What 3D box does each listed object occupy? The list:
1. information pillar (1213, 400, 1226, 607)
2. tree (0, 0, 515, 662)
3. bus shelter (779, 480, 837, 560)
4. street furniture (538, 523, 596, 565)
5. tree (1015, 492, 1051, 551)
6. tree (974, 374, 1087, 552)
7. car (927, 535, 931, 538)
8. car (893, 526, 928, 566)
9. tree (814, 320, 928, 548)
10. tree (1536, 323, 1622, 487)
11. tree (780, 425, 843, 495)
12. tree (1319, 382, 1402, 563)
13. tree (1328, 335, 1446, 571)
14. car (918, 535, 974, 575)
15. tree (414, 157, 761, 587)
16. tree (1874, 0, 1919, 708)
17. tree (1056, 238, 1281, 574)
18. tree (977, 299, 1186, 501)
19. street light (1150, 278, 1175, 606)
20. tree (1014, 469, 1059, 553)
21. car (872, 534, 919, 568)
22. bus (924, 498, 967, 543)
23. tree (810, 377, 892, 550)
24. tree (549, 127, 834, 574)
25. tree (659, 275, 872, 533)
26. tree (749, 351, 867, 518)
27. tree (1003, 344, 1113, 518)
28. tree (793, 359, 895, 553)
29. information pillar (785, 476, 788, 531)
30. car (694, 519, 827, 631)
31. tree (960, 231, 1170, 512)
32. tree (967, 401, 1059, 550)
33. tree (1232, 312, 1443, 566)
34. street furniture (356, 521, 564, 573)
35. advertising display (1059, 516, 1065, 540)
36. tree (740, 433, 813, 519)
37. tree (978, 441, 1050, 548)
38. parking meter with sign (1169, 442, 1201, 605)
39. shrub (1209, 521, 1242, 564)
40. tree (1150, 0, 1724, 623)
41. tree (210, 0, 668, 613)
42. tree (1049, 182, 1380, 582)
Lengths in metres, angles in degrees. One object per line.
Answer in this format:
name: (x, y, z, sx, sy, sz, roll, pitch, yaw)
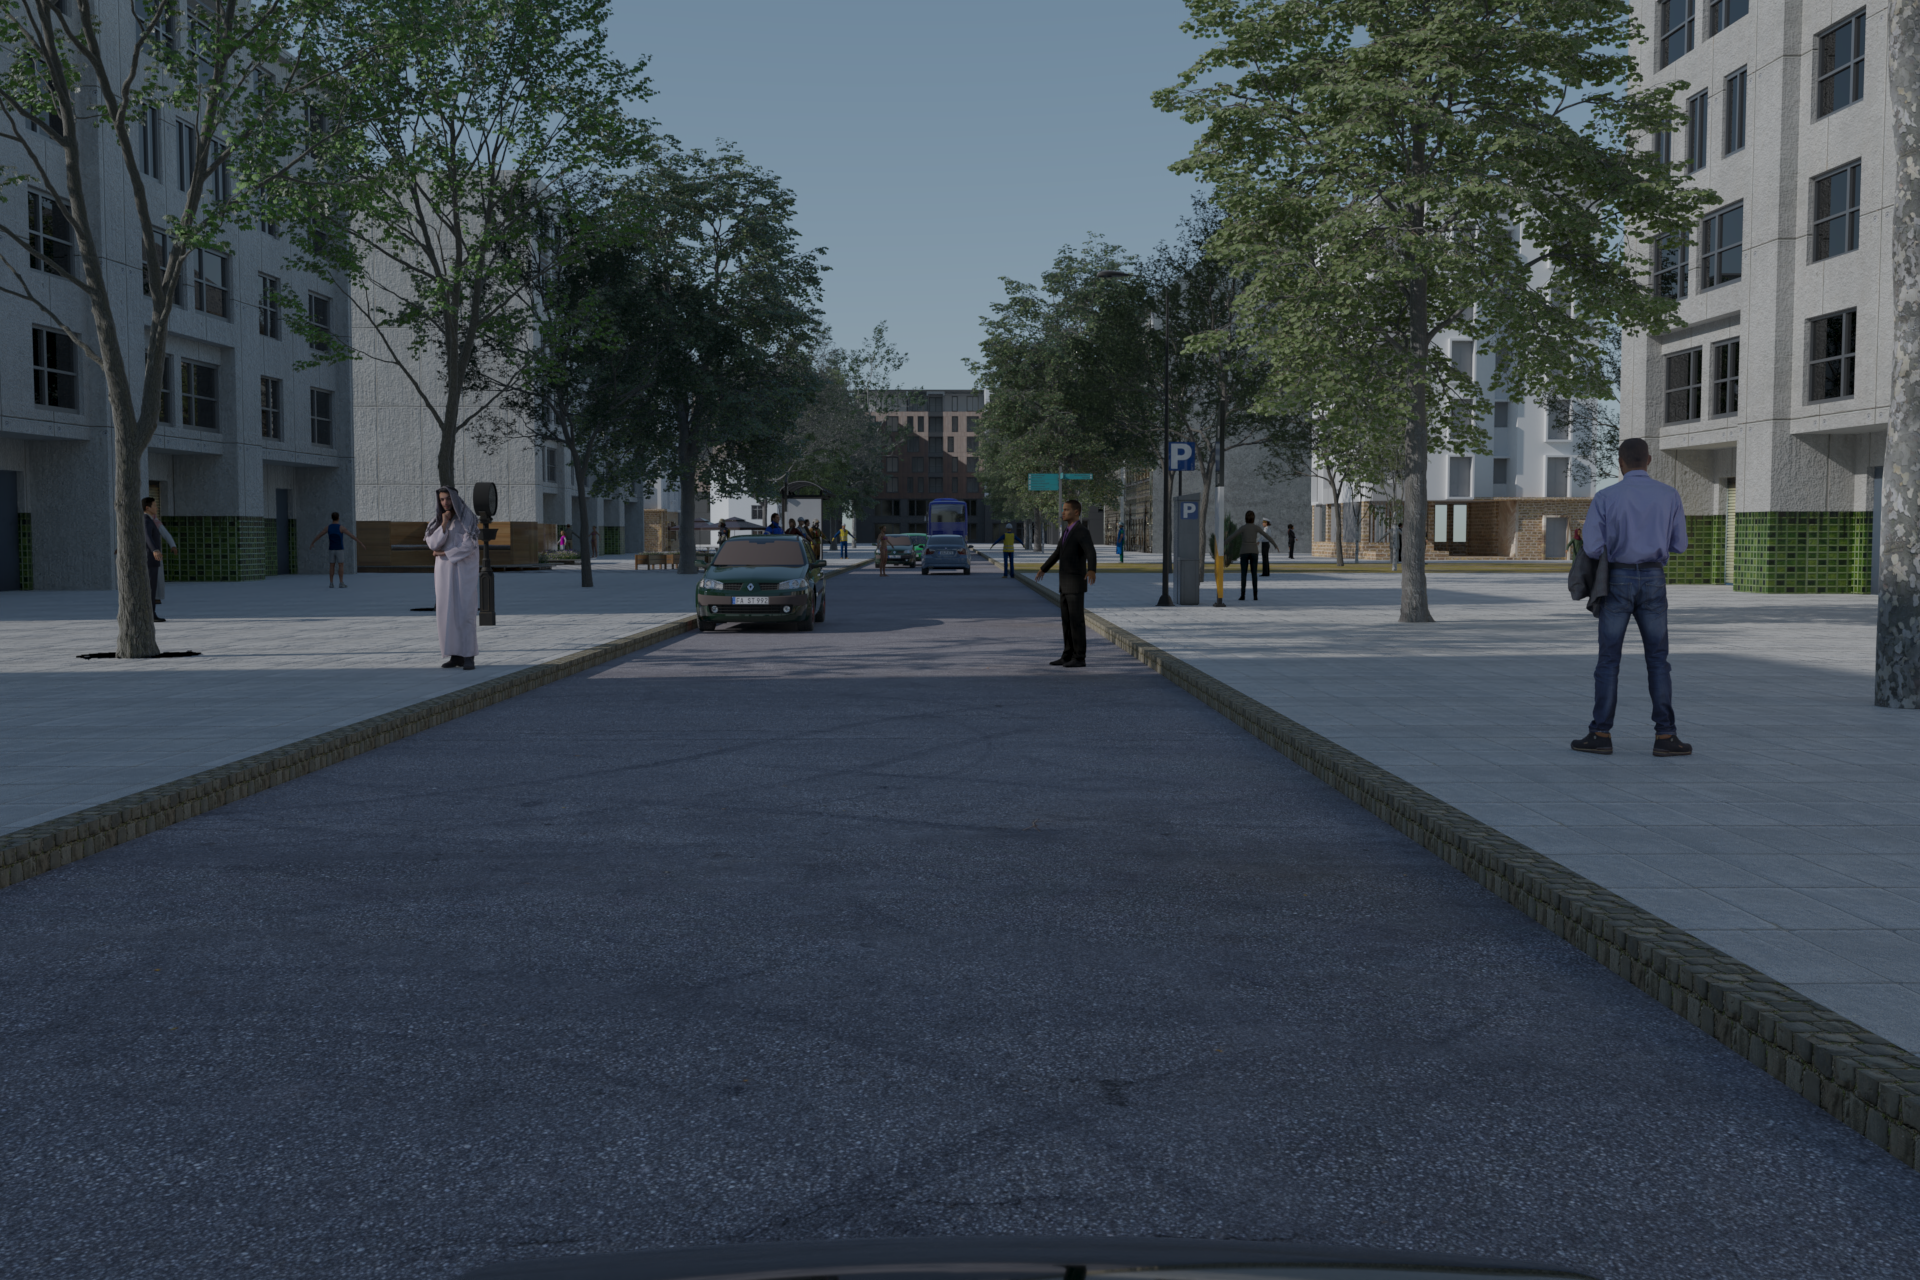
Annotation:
information pillar: (4.571, -2.393, 30.486, 0.183, 3.616, 0.504, 0, 4, -1)
tree: (-8.571, -5.632, 17.842, 9.928, 11.665, 9.643, 0, 3, 0)
bus shelter: (-6.023, -4.547, 68.267, 2.014, 3.302, 5.546, 0, 4, -1)
street furniture: (-18.870, -4.074, 73.462, 11.010, 1.723, 9.812, 0, 4, -7)
tree: (5.475, -11.238, 134.099, 4.737, 8.622, 4.395, 0, 3, 0)
tree: (5.720, -13.400, 125.738, 9.857, 13.997, 8.962, 0, 3, 0)
car: (-2.199, -5.576, 103.530, 2.083, 1.381, 4.827, 0, 4, 0)
car: (-2.157, -4.332, 79.619, 1.959, 1.807, 4.718, 0, 4, -1)
tree: (-9.063, -18.248, 154.239, 12.611, 20.169, 13.585, 0, 3, 0)
tree: (28.243, -8.337, 70.727, 8.767, 10.594, 7.601, 0, 4, -6)
tree: (-8.919, -9.066, 98.586, 4.737, 8.622, 4.395, 0, 3, 0)
tree: (17.626, -7.707, 76.372, 4.737, 8.622, 4.395, 0, 3, 0)
tree: (15.484, -6.738, 60.529, 4.360, 8.622, 3.978, 0, 3, 0)
car: (-0.501, -3.063, 62.084, 2.014, 1.417, 4.499, 0, 4, 0)
tree: (-9.055, -6.573, 41.884, 8.767, 10.594, 7.601, -1, 4, -12)
tree: (6.035, -9.498, 11.185, 12.611, 20.169, 13.585, 0, 3, 0)
tree: (6.525, -7.420, 55.734, 8.767, 10.594, 7.601, 3, 5, 42)
tree: (5.883, -10.850, 87.774, 12.009, 13.543, 11.850, 0, 3, 0)
street light: (4.198, -3.555, 30.660, 1.470, 5.913, 1.316, 0, 3, 0)
tree: (5.479, -10.087, 115.287, 4.737, 8.622, 4.395, 0, 3, 0)
car: (-2.754, -3.943, 74.254, 2.009, 1.686, 4.222, 0, 4, -1)
bus: (-0.947, -7.769, 118.575, 2.896, 3.916, 12.251, 0, 4, -2)
tree: (-9.841, -13.997, 135.506, 9.857, 13.997, 8.962, 0, 3, 0)
tree: (-8.690, -9.105, 55.528, 9.857, 13.997, 8.962, 0, 3, 0)
tree: (-9.166, -10.388, 80.219, 12.009, 13.543, 11.850, 0, 3, 0)
tree: (-9.640, -11.540, 106.813, 7.486, 12.596, 7.792, 0, 3, 0)
tree: (6.201, -11.297, 102.841, 7.486, 12.596, 7.792, 0, 3, 0)
tree: (-9.709, -12.854, 120.539, 12.009, 13.543, 11.850, 0, 3, 0)
information pillar: (-6.481, -4.490, 64.765, 0.183, 3.616, 0.504, 0, 4, 0)
car: (-3.032, -1.043, 26.838, 2.009, 1.686, 4.222, 0, 4, -1)
tree: (4.742, -10.278, 74.702, 9.857, 13.997, 8.962, 0, 3, 0)
tree: (5.549, -14.379, 141.748, 9.857, 13.997, 8.962, 0, 3, 0)
tree: (15.101, -8.228, 68.941, 8.767, 10.594, 7.601, -1, 4, -10)
street furniture: (-18.577, -3.340, 61.463, 11.010, 1.723, 9.812, 1, 4, 13)
advertising display: (3.744, -3.573, 63.627, 0.123, 1.923, 0.974, 0, 4, -1)
tree: (-9.218, -8.703, 92.662, 4.360, 8.622, 3.978, 0, 3, 0)
tree: (6.112, -15.354, 157.697, 9.857, 13.997, 8.962, 0, 3, 0)
parking meter with sign: (4.164, -2.184, 31.976, 0.543, 3.016, 1.738, 0, 3, 0)
shrub: (11.511, -4.314, 74.959, 1.690, 2.028, 1.600, 0, 3, 0)
tree: (6.564, -6.505, 24.487, 7.486, 12.596, 7.792, 0, 3, 0)
tree: (-8.410, -6.284, 28.500, 9.928, 11.665, 9.643, 0, 3, 0)
tree: (6.439, -6.789, 45.410, 8.767, 10.594, 7.601, -1, 4, -19)
